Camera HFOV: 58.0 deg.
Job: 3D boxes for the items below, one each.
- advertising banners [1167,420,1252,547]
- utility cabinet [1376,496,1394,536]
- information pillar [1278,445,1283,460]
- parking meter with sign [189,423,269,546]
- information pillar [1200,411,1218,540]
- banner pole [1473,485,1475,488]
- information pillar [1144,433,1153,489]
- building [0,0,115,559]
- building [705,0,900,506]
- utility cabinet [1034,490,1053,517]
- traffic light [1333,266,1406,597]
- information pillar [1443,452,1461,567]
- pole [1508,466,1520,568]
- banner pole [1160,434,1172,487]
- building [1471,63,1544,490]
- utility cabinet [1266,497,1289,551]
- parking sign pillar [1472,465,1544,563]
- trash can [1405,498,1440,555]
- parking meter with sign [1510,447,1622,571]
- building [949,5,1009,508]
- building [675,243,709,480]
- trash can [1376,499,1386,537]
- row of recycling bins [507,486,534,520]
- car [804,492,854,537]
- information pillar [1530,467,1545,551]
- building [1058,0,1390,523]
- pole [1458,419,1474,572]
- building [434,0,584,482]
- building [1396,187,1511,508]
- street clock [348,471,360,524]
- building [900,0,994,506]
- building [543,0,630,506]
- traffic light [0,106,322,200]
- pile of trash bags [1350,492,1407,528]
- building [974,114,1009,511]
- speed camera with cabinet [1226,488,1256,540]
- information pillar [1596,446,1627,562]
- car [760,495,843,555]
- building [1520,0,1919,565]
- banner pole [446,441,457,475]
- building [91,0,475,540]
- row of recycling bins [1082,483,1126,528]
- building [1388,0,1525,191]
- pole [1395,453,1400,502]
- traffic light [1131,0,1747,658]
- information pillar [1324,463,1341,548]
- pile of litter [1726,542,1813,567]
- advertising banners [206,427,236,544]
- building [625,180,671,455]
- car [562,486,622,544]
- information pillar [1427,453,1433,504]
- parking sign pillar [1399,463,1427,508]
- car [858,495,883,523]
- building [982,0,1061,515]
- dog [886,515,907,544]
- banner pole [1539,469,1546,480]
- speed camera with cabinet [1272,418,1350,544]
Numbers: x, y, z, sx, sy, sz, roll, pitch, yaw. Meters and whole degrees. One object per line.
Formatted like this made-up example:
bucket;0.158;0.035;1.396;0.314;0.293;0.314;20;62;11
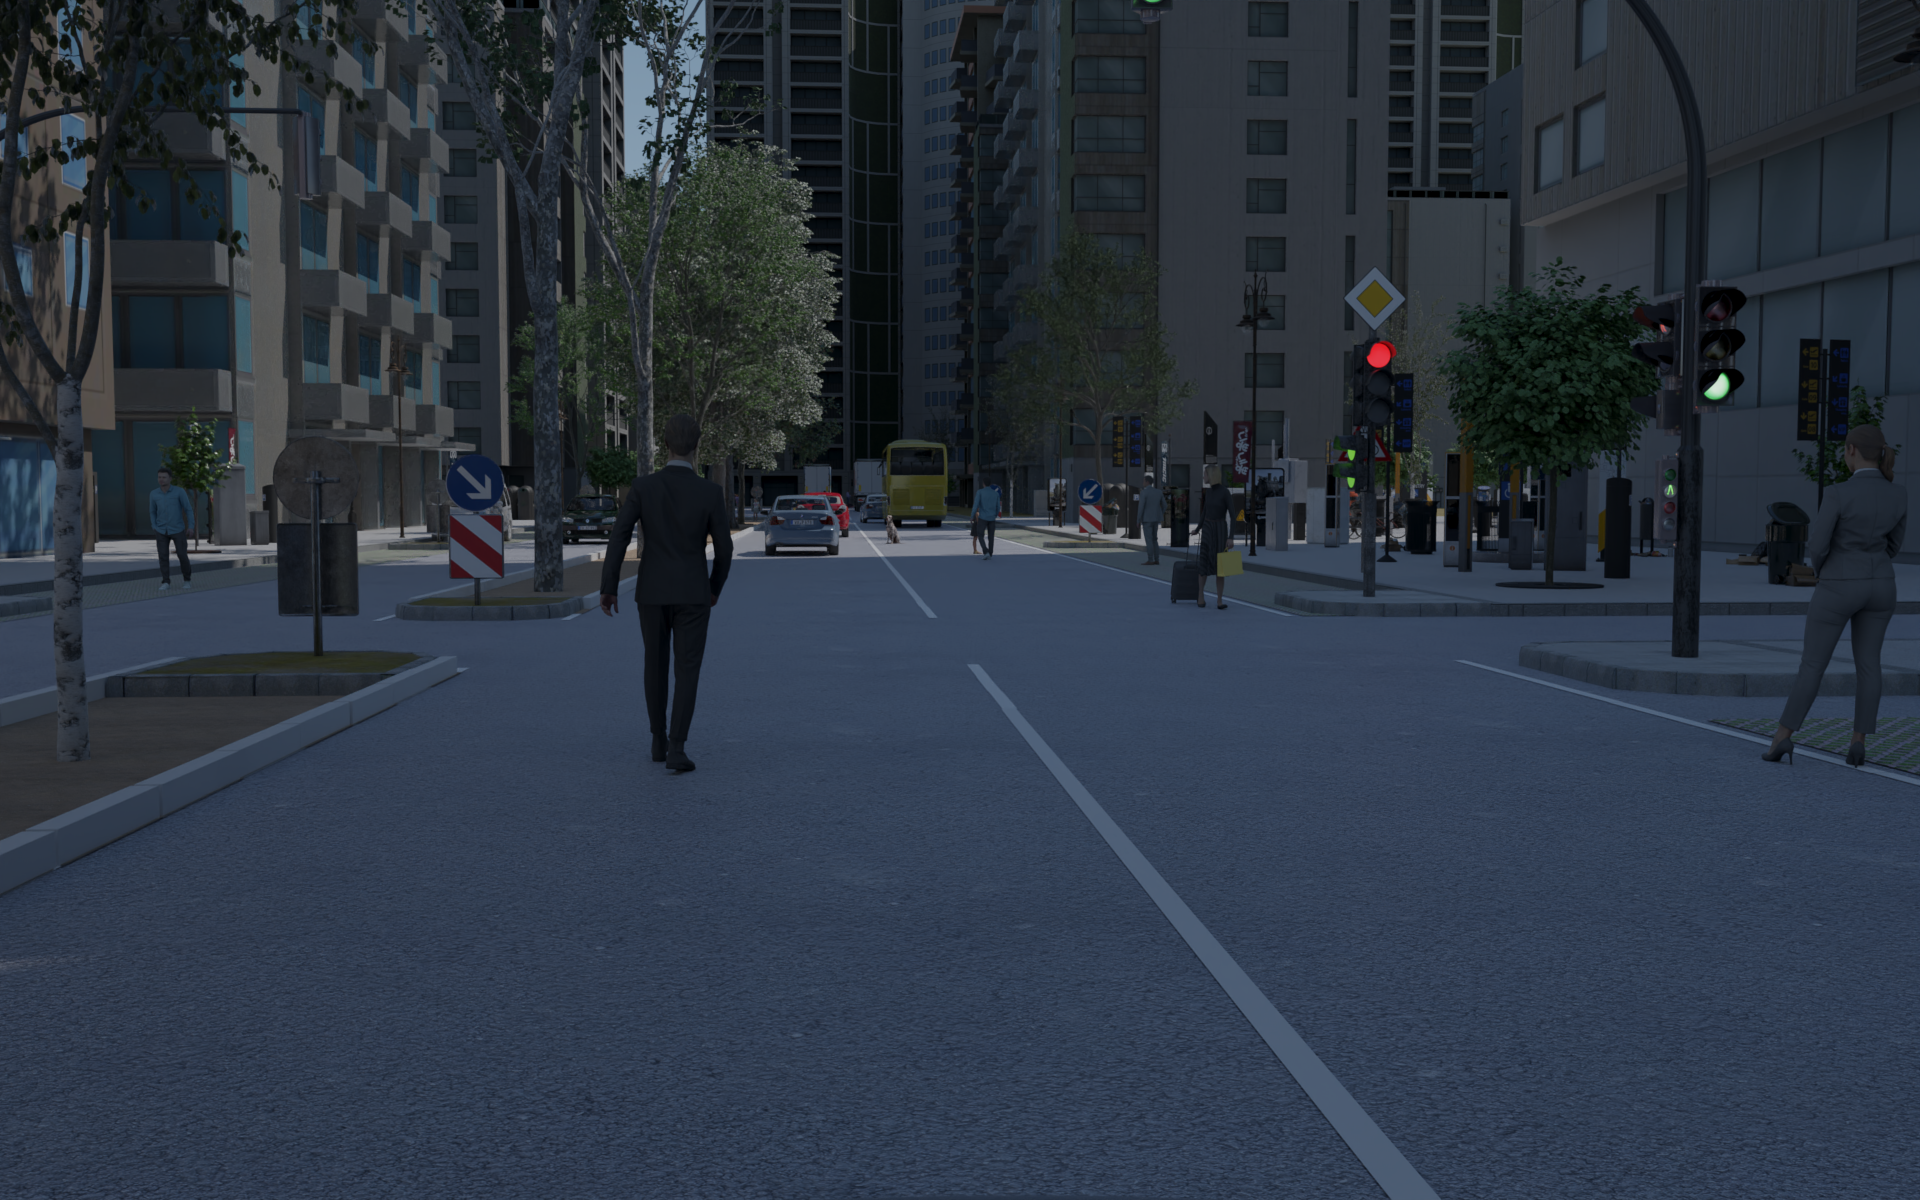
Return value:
advertising banners;5.992;-2.765;41.401;2.074;3.025;0.090;1;4;14
utility cabinet;13.086;-2.620;53.999;0.306;1.237;1.020;-1;4;-23
information pillar;13.956;-5.101;74.758;0.504;3.616;0.183;0;4;6
parking meter with sign;-18.148;-2.862;43.060;1.738;3.016;0.543;-3;5;-43
information pillar;7.036;-3.512;48.780;0.504;3.616;0.183;-3;4;-36
banner pole;25.597;-5.944;87.203;0.401;3.779;0.863;-3;4;-38
information pillar;7.299;-4.629;67.037;0.183;3.616;0.504;3;5;41
building;-25.055;-23.207;29.550;14.600;45.320;14.200;0;4;-4
building;-16.912;-46.008;190.475;20.611;71.187;20.563;0;4;-4
utility cabinet;4.693;-5.335;95.899;1.173;1.500;0.318;-1;4;-16
traffic light;5.093;-1.994;21.529;0.839;4.253;0.868;0;4;-4
information pillar;8.648;-1.583;30.373;0.304;2.012;0.304;1;4;16
pole;9.599;-2.208;29.942;0.158;3.312;0.155;0;3;0
banner pole;8.546;-4.994;71.668;0.401;3.779;0.863;3;5;41
building;58.450;-29.592;167.428;14.086;41.232;14.154;0;4;-4
utility cabinet;7.198;-1.726;39.379;0.306;1.237;1.020;0;4;-3
parking sign pillar;10.431;-2.706;32.718;1.447;3.967;1.447;1;4;19
trash can;9.832;-1.542;36.860;0.748;1.137;0.748;0;3;0
parking meter with sign;10.162;-2.004;29.031;1.738;3.016;0.543;1;4;21
building;10.479;-30.706;156.670;22.147;44.769;28.867;0;4;-4
building;-34.350;-25.370;186.507;14.107;30.474;14.160;0;4;-4
trash can;12.453;-2.472;52.073;0.748;1.137;0.748;0;3;0
row of recycling bins;-22.588;-4.825;86.008;3.534;1.692;1.069;2;4;27
car;-4.668;-3.033;58.634;2.155;1.783;4.494;0;4;-4
information pillar;13.047;-2.111;39.010;0.304;2.012;0.304;-2;4;-23
building;11.430;-18.987;82.140;14.160;30.474;14.107;0;4;-4
pole;8.326;-2.117;28.452;0.158;3.312;0.155;0;3;0
building;-29.922;-20.156;101.248;14.160;30.474;14.107;0;4;-4
building;43.411;-24.162;166.757;14.107;30.474;14.160;0;4;-4
street clock;-17.372;-2.747;49.487;0.471;2.002;0.358;2;4;27
building;7.518;-39.764;192.143;28.212;58.520;21.231;0;4;-4
building;-35.533;-42.841;138.702;20.563;71.187;20.611;0;4;-4
traffic light;-9.990;-2.798;20.421;4.771;5.953;1.251;0;4;-4
pile of trash bags;15.670;-3.445;66.071;1.912;1.369;3.447;-1;4;-20
building;7.895;-22.245;135.406;14.160;30.474;14.107;0;4;-4
speed camera with cabinet;8.525;-3.343;48.997;2.038;3.252;0.660;0;4;3
information pillar;12.297;-2.526;32.653;0.504;3.616;0.183;1;4;19
car;-3.818;-1.820;41.761;2.014;1.417;4.499;0;4;-5
building;29.301;-27.213;34.174;27.495;52.752;28.713;0;4;-4
banner pole;-24.234;-5.656;82.496;0.401;3.779;0.863;2;4;33
building;-30.794;-26.898;59.398;23.786;49.044;30.456;0;4;-4
row of recycling bins;5.633;-3.669;67.100;1.069;1.692;3.534;-1;4;-18
building;52.507;-46.285;195.005;20.611;71.187;20.563;0;4;-4
pole;17.335;-4.575;68.638;0.158;3.312;0.155;0;3;0
traffic light;3.611;-2.361;13.269;4.771;5.953;1.251;0;4;-4
information pillar;8.937;-2.266;41.537;0.304;2.012;0.304;2;4;29
pile of litter;14.553;-1.050;31.138;1.176;0.858;1.719;0;4;-4
advertising banners;-19.124;-2.980;44.905;0.090;3.025;2.074;0;4;-2
building;-34.859;-23.824;161.229;14.107;30.474;14.160;0;4;-4
car;-10.726;-2.510;50.831;2.009;1.686;4.222;0;4;-6
information pillar;26.651;-6.538;98.248;0.504;3.616;0.183;-3;5;-39
parking sign pillar;22.162;-5.886;84.705;1.447;3.967;1.447;-1;4;-11
car;-4.057;-4.548;86.356;2.014;1.417;4.499;0;4;-6
building;14.012;-30.176;112.994;23.786;49.044;30.456;0;4;-4
dog;-1.825;-2.021;49.884;0.800;0.831;0.513;-1;4;-22
banner pole;12.707;-2.882;37.131;0.863;3.779;0.401;1;4;23
speed camera with cabinet;9.107;-3.087;44.803;0.660;3.252;2.038;-3;5;-40
